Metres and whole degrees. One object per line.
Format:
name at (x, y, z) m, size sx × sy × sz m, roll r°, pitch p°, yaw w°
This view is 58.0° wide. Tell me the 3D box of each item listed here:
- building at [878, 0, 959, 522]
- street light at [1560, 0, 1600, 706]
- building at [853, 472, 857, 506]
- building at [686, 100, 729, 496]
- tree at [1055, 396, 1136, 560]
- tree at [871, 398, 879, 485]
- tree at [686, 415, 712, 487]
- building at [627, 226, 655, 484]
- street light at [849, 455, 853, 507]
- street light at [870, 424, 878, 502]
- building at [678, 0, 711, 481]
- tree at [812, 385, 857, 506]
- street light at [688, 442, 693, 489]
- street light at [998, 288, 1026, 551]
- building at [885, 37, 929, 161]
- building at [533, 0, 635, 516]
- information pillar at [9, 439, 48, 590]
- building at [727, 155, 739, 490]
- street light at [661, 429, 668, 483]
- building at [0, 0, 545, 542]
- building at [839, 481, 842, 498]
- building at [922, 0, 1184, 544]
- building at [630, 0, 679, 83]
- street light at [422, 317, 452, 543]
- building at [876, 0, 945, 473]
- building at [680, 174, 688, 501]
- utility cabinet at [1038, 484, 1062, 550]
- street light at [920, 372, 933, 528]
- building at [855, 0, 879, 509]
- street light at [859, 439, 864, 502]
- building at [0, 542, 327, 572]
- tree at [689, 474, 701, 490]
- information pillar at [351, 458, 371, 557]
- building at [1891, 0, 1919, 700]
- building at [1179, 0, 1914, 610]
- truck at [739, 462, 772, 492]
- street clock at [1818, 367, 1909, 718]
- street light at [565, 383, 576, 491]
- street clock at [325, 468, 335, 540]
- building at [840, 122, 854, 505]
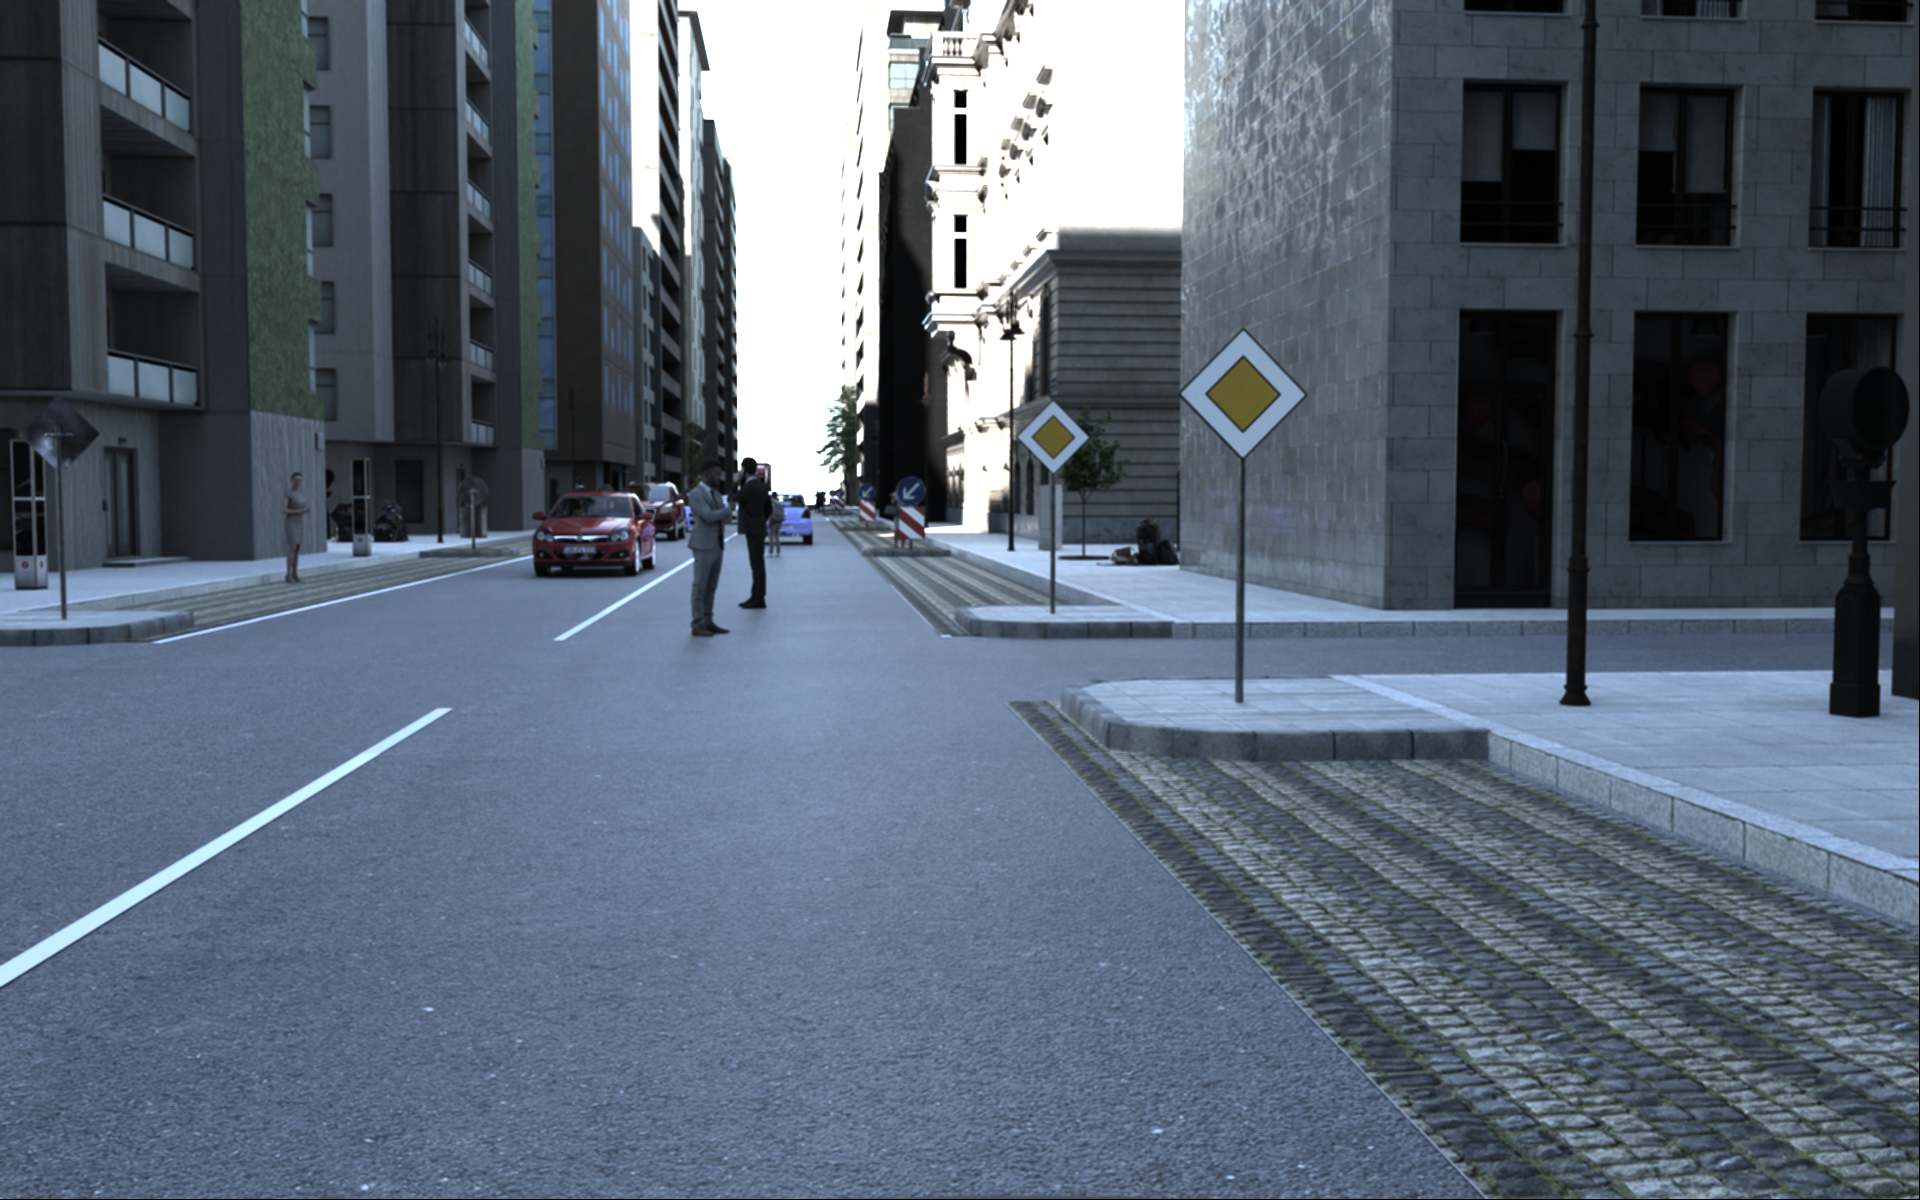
building at (2.444, -15.694, 86.282) m, size 12.332 × 23.373 × 15.834 m, roll 0°, pitch 4°, yaw -5°
street light at (3.752, -2.299, 10.383) m, size 0.468 × 5.910 × 1.993 m, roll 0°, pitch 4°, yaw -5°
building at (-1.819, -46.272, 194.795) m, size 20.563 × 71.187 × 20.611 m, roll 0°, pitch 4°, yaw -5°
building at (-40.163, -36.032, 212.830) m, size 21.300 × 48.544 × 21.600 m, roll 0°, pitch 4°, yaw -5°
tree at (2.355, -2.410, 34.008) m, size 1.663 × 3.219 × 1.824 m, roll 0°, pitch 3°, yaw 0°
tree at (-3.504, -9.324, 102.815) m, size 4.737 × 8.622 × 4.395 m, roll 0°, pitch 3°, yaw 0°
tree at (-25.411, -12.978, 162.548) m, size 4.737 × 8.622 × 4.395 m, roll 0°, pitch 3°, yaw 0°
building at (-33.855, -15.928, 105.466) m, size 27.650 × 21.520 × 28.899 m, roll 0°, pitch 4°, yaw -5°
street light at (-10.638, -12.015, 169.238) m, size 0.468 × 5.910 × 1.993 m, roll 0°, pitch 4°, yaw -5°
street light at (-5.732, -8.694, 114.927) m, size 0.468 × 5.910 × 1.993 m, roll 0°, pitch 4°, yaw -5°
building at (-41.827, -36.587, 187.430) m, size 28.713 × 52.752 × 27.495 m, roll 0°, pitch 4°, yaw -5°
tree at (-11.555, -16.067, 180.828) m, size 7.486 × 12.596 × 7.792 m, roll 0°, pitch 3°, yaw 0°
street light at (-23.095, -10.766, 148.806) m, size 0.468 × 5.910 × 1.993 m, roll 0°, pitch 4°, yaw -5°
street light at (1.159, -4.047, 38.951) m, size 0.468 × 5.910 × 1.993 m, roll 0°, pitch 4°, yaw -5°
building at (2.018, -20.945, 114.159) m, size 14.160 × 30.474 × 14.107 m, roll 0°, pitch 4°, yaw -5°
building at (-22.554, -26.181, 78.169) m, size 14.600 × 45.320 × 14.200 m, roll 0°, pitch 4°, yaw -5°
information pillar at (-12.496, -1.147, 23.252) m, size 0.304 × 2.012 × 0.304 m, roll 0°, pitch 3°, yaw 0°
building at (-41.223, -37.362, 234.572) m, size 21.300 × 48.544 × 21.600 m, roll 0°, pitch 4°, yaw -5°
street light at (-20.627, -9.058, 120.878) m, size 0.468 × 5.910 × 1.993 m, roll 0°, pitch 4°, yaw -5°
building at (-21.909, -22.787, 56.159) m, size 14.154 × 41.232 × 14.086 m, roll 0°, pitch 4°, yaw -5°
building at (-0.657, -33.561, 240.602) m, size 32.217 × 40.220 × 23.993 m, roll 0°, pitch 4°, yaw -5°
building at (6.019, -14.783, 60.786) m, size 14.460 × 24.649 × 34.723 m, roll 0°, pitch 4°, yaw -5°
building at (-32.522, -30.970, 130.068) m, size 21.300 × 48.544 × 21.600 m, roll 0°, pitch 4°, yaw -5°
street light at (-13.702, -4.446, 45.479) m, size 0.468 × 5.910 × 1.993 m, roll 0°, pitch 4°, yaw -5°
building at (7.431, -33.369, 134.817) m, size 28.713 × 52.752 × 27.495 m, roll 0°, pitch 4°, yaw -5°
building at (-31.108, -23.080, 149.060) m, size 14.160 × 30.474 × 14.107 m, roll 0°, pitch 4°, yaw -5°
utility cabinet at (2.072, -1.904, 39.812) m, size 0.318 × 1.500 × 1.173 m, roll 1°, pitch 4°, yaw 16°
street light at (-1.281, -5.698, 65.949) m, size 0.468 × 5.910 × 1.993 m, roll 0°, pitch 4°, yaw -5°
building at (1.430, -32.740, 159.004) m, size 21.300 × 48.544 × 21.600 m, roll 0°, pitch 4°, yaw -5°
street light at (-8.129, -10.359, 142.151) m, size 0.468 × 5.910 × 1.993 m, roll 0°, pitch 4°, yaw -5°
building at (-20.383, -21.166, 29.661) m, size 14.154 × 41.232 × 14.086 m, roll 0°, pitch 4°, yaw -5°
tree at (-25.498, -10.649, 168.714) m, size 1.663 × 3.219 × 1.824 m, roll 0°, pitch 3°, yaw 0°
information pillar at (-12.297, -1.900, 35.563) m, size 0.304 × 2.012 × 0.304 m, roll 0°, pitch 4°, yaw -5°
building at (17.504, -23.021, 0.102) m, size 21.300 × 48.544 × 21.600 m, roll 0°, pitch 4°, yaw -5°
building at (12.574, -10.376, 24.398) m, size 16.860 × 20.320 × 10.420 m, roll 0°, pitch 4°, yaw -5°
truck at (-18.258, -10.144, 154.768) m, size 2.839 × 4.237 × 11.283 m, roll 0°, pitch 4°, yaw -3°
street clock at (5.186, -0.331, 9.983) m, size 0.471 × 2.002 × 0.358 m, roll -2°, pitch 4°, yaw -24°
street light at (-16.202, -6.103, 72.579) m, size 0.468 × 5.910 × 1.993 m, roll 0°, pitch 4°, yaw -5°
street clock at (-17.875, -2.706, 48.806) m, size 0.471 × 2.002 × 0.358 m, roll 0°, pitch 4°, yaw -7°
building at (-3.999, -36.254, 216.455) m, size 21.300 × 48.544 × 21.600 m, roll 0°, pitch 4°, yaw -5°
